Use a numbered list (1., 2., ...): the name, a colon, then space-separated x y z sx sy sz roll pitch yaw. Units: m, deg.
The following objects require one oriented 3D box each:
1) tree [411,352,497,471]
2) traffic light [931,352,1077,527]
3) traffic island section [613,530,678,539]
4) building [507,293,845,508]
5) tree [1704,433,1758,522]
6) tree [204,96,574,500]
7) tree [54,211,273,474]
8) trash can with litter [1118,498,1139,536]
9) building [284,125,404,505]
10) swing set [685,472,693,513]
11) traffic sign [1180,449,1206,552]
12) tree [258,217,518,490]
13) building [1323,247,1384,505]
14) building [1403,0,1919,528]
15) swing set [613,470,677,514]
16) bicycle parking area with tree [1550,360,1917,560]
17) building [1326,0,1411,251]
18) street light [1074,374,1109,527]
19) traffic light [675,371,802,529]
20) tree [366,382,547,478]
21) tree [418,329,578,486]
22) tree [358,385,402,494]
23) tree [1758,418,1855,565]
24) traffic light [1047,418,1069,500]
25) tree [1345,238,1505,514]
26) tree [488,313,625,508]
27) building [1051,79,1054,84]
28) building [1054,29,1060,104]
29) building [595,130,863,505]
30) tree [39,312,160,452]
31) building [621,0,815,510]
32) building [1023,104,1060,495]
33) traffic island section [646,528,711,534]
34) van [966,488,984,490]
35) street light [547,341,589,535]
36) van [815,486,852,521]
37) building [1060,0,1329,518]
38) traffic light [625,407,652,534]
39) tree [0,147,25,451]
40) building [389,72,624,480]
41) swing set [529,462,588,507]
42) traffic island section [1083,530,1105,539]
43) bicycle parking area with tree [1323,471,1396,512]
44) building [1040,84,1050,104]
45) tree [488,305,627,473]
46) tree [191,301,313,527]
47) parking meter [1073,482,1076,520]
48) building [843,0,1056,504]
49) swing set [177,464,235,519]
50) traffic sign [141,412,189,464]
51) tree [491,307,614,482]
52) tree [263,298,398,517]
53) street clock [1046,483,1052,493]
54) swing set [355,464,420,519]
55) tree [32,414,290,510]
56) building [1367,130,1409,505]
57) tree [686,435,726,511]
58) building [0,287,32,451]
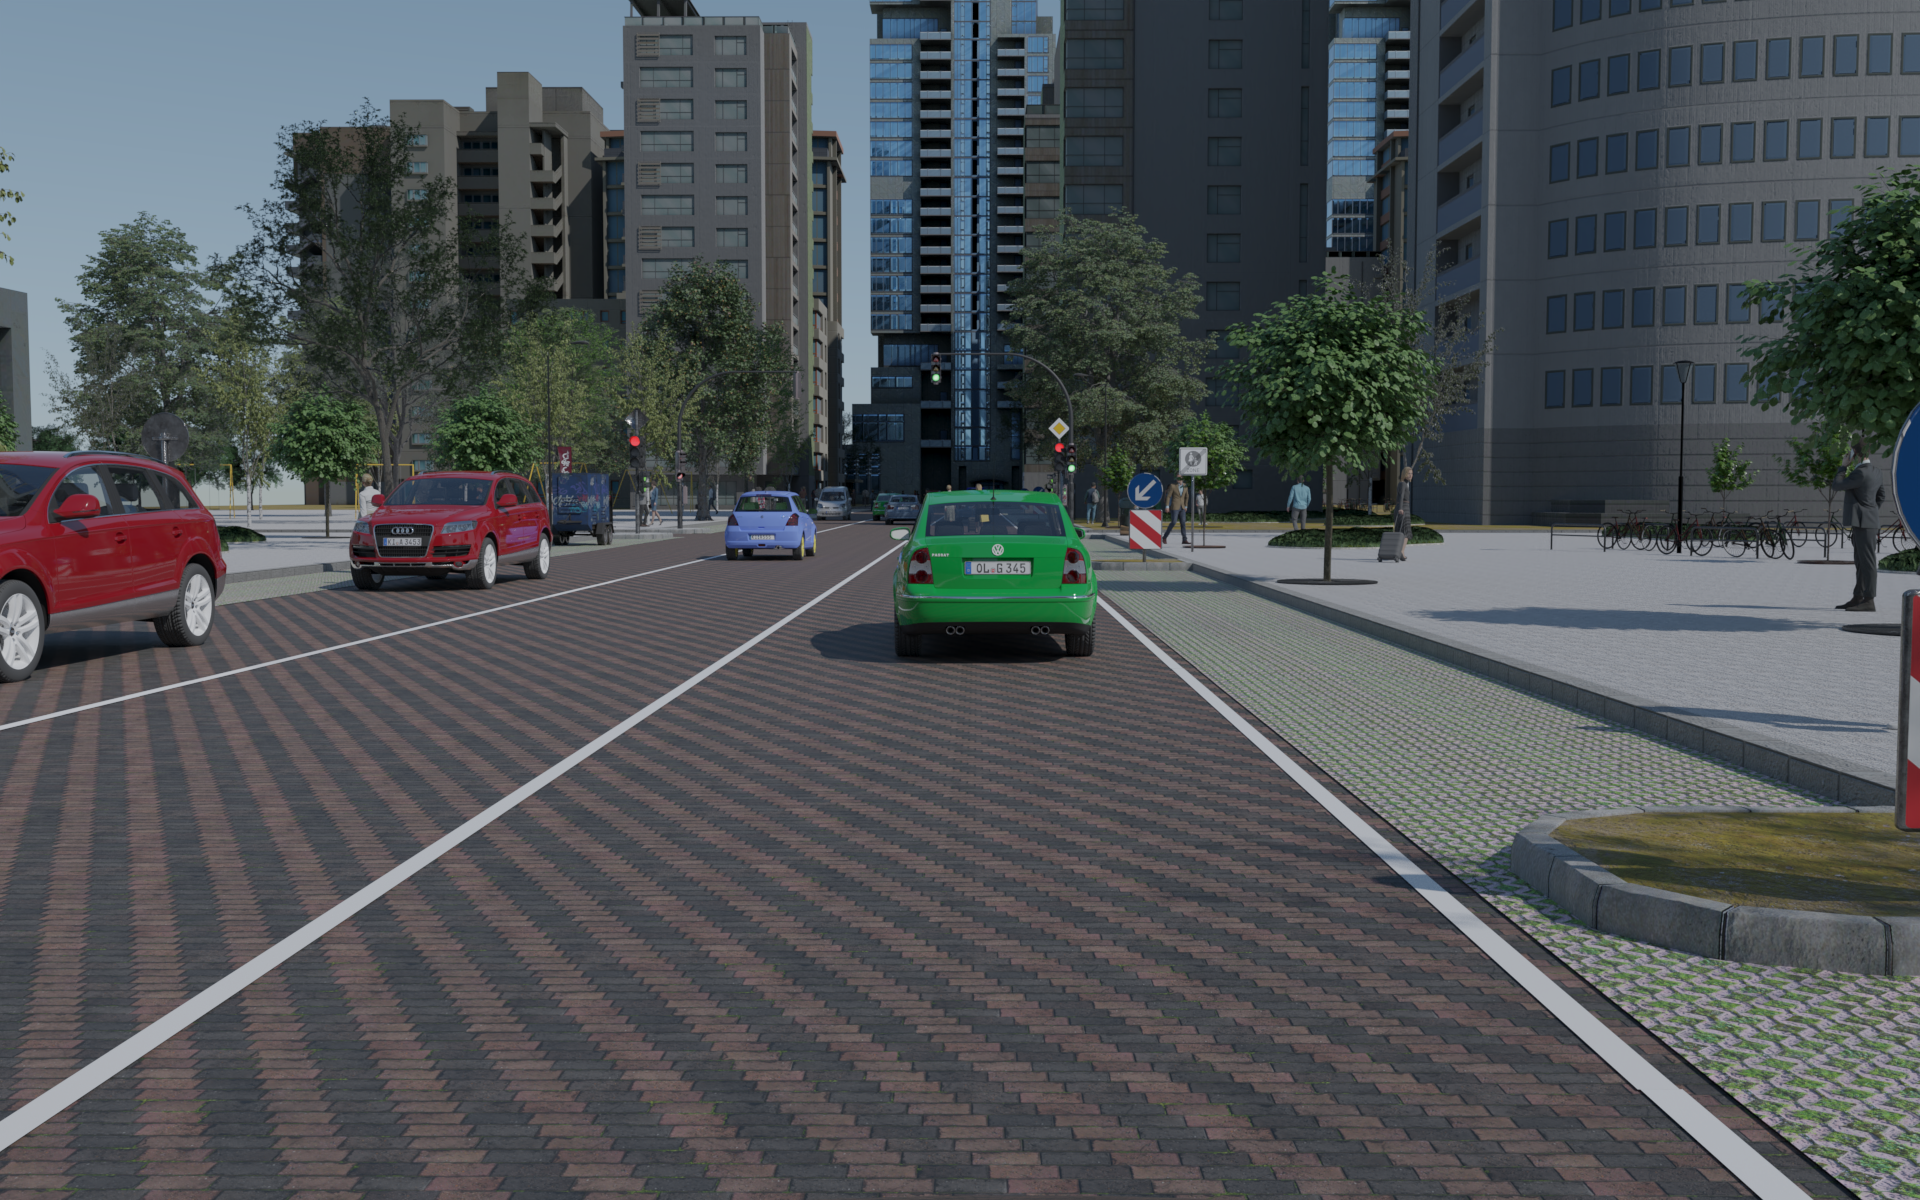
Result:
1. tree: -24.668 -8.272 85.613 4.360 8.622 3.978 0 3 0
2. traffic light: 1.454 -4.956 55.703 4.771 5.953 1.251 0 4 1
3. traffic island section: -10.454 -2.068 56.086 2.009 0.180 2.903 0 4 1
4. building: -26.140 -19.748 167.917 27.650 21.520 28.899 0 4 1
5. tree: 23.736 -3.629 53.942 1.663 3.219 1.824 0 3 0
6. tree: -13.234 -6.470 40.203 8.767 10.594 7.601 -1 4 -13
7. tree: -35.605 -10.487 78.115 9.857 13.997 8.962 0 3 0
8. trash can with litter: 5.213 -2.583 53.618 0.624 1.170 1.055 0 4 7
9. building: -70.586 -34.057 206.949 14.200 45.320 14.600 0 4 1
10. swing set: -20.012 -7.531 120.751 3.119 2.851 2.862 0 4 -5
11. traffic sign: 5.142 -2.210 38.269 0.606 2.300 0.079 0 4 5
12. tree: -24.443 -10.057 74.810 12.009 13.543 11.850 0 3 0
13. building: 41.839 -26.604 206.679 14.107 30.474 14.160 0 4 1
14. building: 35.468 -32.511 73.561 28.212 58.520 21.231 0 4 1
15. swing set: -20.477 -6.974 111.651 2.862 2.851 3.119 2 4 28
16. bicycle parking area with tree: 18.005 -3.126 38.104 8.231 4.147 9.016 0 4 -7
17. building: 60.479 -56.257 232.475 31.000 86.520 22.319 0 4 1
18. street light: 5.074 -5.769 66.857 1.470 5.913 1.316 0 4 1
19. traffic light: -8.238 -5.461 63.949 4.771 5.953 1.251 0 4 1
20. tree: -13.652 -4.023 49.491 4.285 4.588 4.351 0 3 0
21. tree: -31.841 -12.233 117.023 9.611 12.733 9.660 0 3 0
22. tree: -35.997 -9.556 106.600 4.737 8.622 4.395 0 3 0
23. tree: 16.110 -2.281 31.898 1.663 3.219 1.824 0 3 0
24. traffic light: 3.630 -4.580 63.807 0.839 4.253 0.868 0 4 1
25. tree: 13.224 -6.108 50.224 4.360 8.622 3.978 0 3 0
26. tree: -16.194 -7.175 67.673 4.737 8.622 4.395 0 3 0
27. building: 20.068 -35.380 198.078 23.786 49.044 30.456 0 4 1
28. building: 15.943 -31.288 161.668 14.600 45.320 14.200 0 4 1
29. building: -26.530 -33.516 202.614 28.867 44.769 22.147 0 4 1
30. tree: -34.206 -7.260 69.061 4.360 8.622 3.978 0 3 0
31. building: -19.981 -28.269 145.798 14.154 41.232 14.086 0 4 1
32. building: 11.764 -22.020 131.727 14.160 30.474 14.107 0 4 1
33. traffic island section: -10.371 -2.556 64.071 2.009 0.180 2.903 0 4 1
34. van: 1.456 -9.898 166.213 2.240 2.365 5.245 0 4 -1
35. street light: -11.932 -4.896 52.584 1.470 5.913 1.316 0 4 1
36. van: -6.870 -5.352 94.516 2.013 2.044 4.112 0 4 1
37. building: 12.589 -25.345 97.993 14.154 41.232 14.086 0 4 1
38. traffic light: -10.414 -4.100 55.951 0.839 4.253 0.868 0 4 1
39. tree: -13.544 -4.345 21.395 4.737 8.622 4.395 0 3 0
40. building: -52.717 -35.475 203.722 21.600 48.544 21.300 0 4 1
41. swing set: -20.000 -5.407 86.023 3.119 2.851 2.862 1 4 20
42. traffic island section: 3.587 -2.058 55.936 2.009 0.180 2.903 0 4 1
43. bicycle parking area with tree: 32.476 -8.961 133.522 8.231 4.147 9.016 1 4 11
44. building: 15.084 -30.125 176.138 14.154 41.232 14.086 0 4 1
45. tree: -21.829 -10.306 94.265 9.928 11.665 9.643 0 3 0
46. tree: -27.196 -7.113 66.664 4.737 8.622 4.395 0 3 0
47. parking meter: 5.583 -4.920 86.151 0.255 1.863 0.399 1 4 21
48. building: -0.084 -56.276 232.779 31.000 86.520 22.319 0 4 1
49. swing set: -39.825 -5.697 90.758 3.119 2.851 2.862 -1 4 -18
50. traffic sign: -12.427 -1.650 27.086 0.768 2.556 0.104 0 4 4
51. tree: -24.646 -11.423 104.892 7.486 12.596 7.792 0 3 0
52. tree: -35.715 -11.027 98.423 7.486 12.596 7.792 0 3 0
53. street clock: 5.954 -6.777 115.378 0.471 2.002 0.358 -1 4 -14
54. swing set: -30.006 -5.701 90.826 3.119 2.851 2.862 -1 4 -15
55. tree: -60.210 -10.193 129.561 11.467 7.101 20.602 1 4 16
56. building: 63.358 -33.500 202.356 28.867 44.769 22.147 0 4 1
57. tree: -18.734 -11.105 131.925 4.360 8.622 3.978 0 3 0
58. building: -45.441 -44.622 42.239 31.000 86.520 22.319 0 4 1
